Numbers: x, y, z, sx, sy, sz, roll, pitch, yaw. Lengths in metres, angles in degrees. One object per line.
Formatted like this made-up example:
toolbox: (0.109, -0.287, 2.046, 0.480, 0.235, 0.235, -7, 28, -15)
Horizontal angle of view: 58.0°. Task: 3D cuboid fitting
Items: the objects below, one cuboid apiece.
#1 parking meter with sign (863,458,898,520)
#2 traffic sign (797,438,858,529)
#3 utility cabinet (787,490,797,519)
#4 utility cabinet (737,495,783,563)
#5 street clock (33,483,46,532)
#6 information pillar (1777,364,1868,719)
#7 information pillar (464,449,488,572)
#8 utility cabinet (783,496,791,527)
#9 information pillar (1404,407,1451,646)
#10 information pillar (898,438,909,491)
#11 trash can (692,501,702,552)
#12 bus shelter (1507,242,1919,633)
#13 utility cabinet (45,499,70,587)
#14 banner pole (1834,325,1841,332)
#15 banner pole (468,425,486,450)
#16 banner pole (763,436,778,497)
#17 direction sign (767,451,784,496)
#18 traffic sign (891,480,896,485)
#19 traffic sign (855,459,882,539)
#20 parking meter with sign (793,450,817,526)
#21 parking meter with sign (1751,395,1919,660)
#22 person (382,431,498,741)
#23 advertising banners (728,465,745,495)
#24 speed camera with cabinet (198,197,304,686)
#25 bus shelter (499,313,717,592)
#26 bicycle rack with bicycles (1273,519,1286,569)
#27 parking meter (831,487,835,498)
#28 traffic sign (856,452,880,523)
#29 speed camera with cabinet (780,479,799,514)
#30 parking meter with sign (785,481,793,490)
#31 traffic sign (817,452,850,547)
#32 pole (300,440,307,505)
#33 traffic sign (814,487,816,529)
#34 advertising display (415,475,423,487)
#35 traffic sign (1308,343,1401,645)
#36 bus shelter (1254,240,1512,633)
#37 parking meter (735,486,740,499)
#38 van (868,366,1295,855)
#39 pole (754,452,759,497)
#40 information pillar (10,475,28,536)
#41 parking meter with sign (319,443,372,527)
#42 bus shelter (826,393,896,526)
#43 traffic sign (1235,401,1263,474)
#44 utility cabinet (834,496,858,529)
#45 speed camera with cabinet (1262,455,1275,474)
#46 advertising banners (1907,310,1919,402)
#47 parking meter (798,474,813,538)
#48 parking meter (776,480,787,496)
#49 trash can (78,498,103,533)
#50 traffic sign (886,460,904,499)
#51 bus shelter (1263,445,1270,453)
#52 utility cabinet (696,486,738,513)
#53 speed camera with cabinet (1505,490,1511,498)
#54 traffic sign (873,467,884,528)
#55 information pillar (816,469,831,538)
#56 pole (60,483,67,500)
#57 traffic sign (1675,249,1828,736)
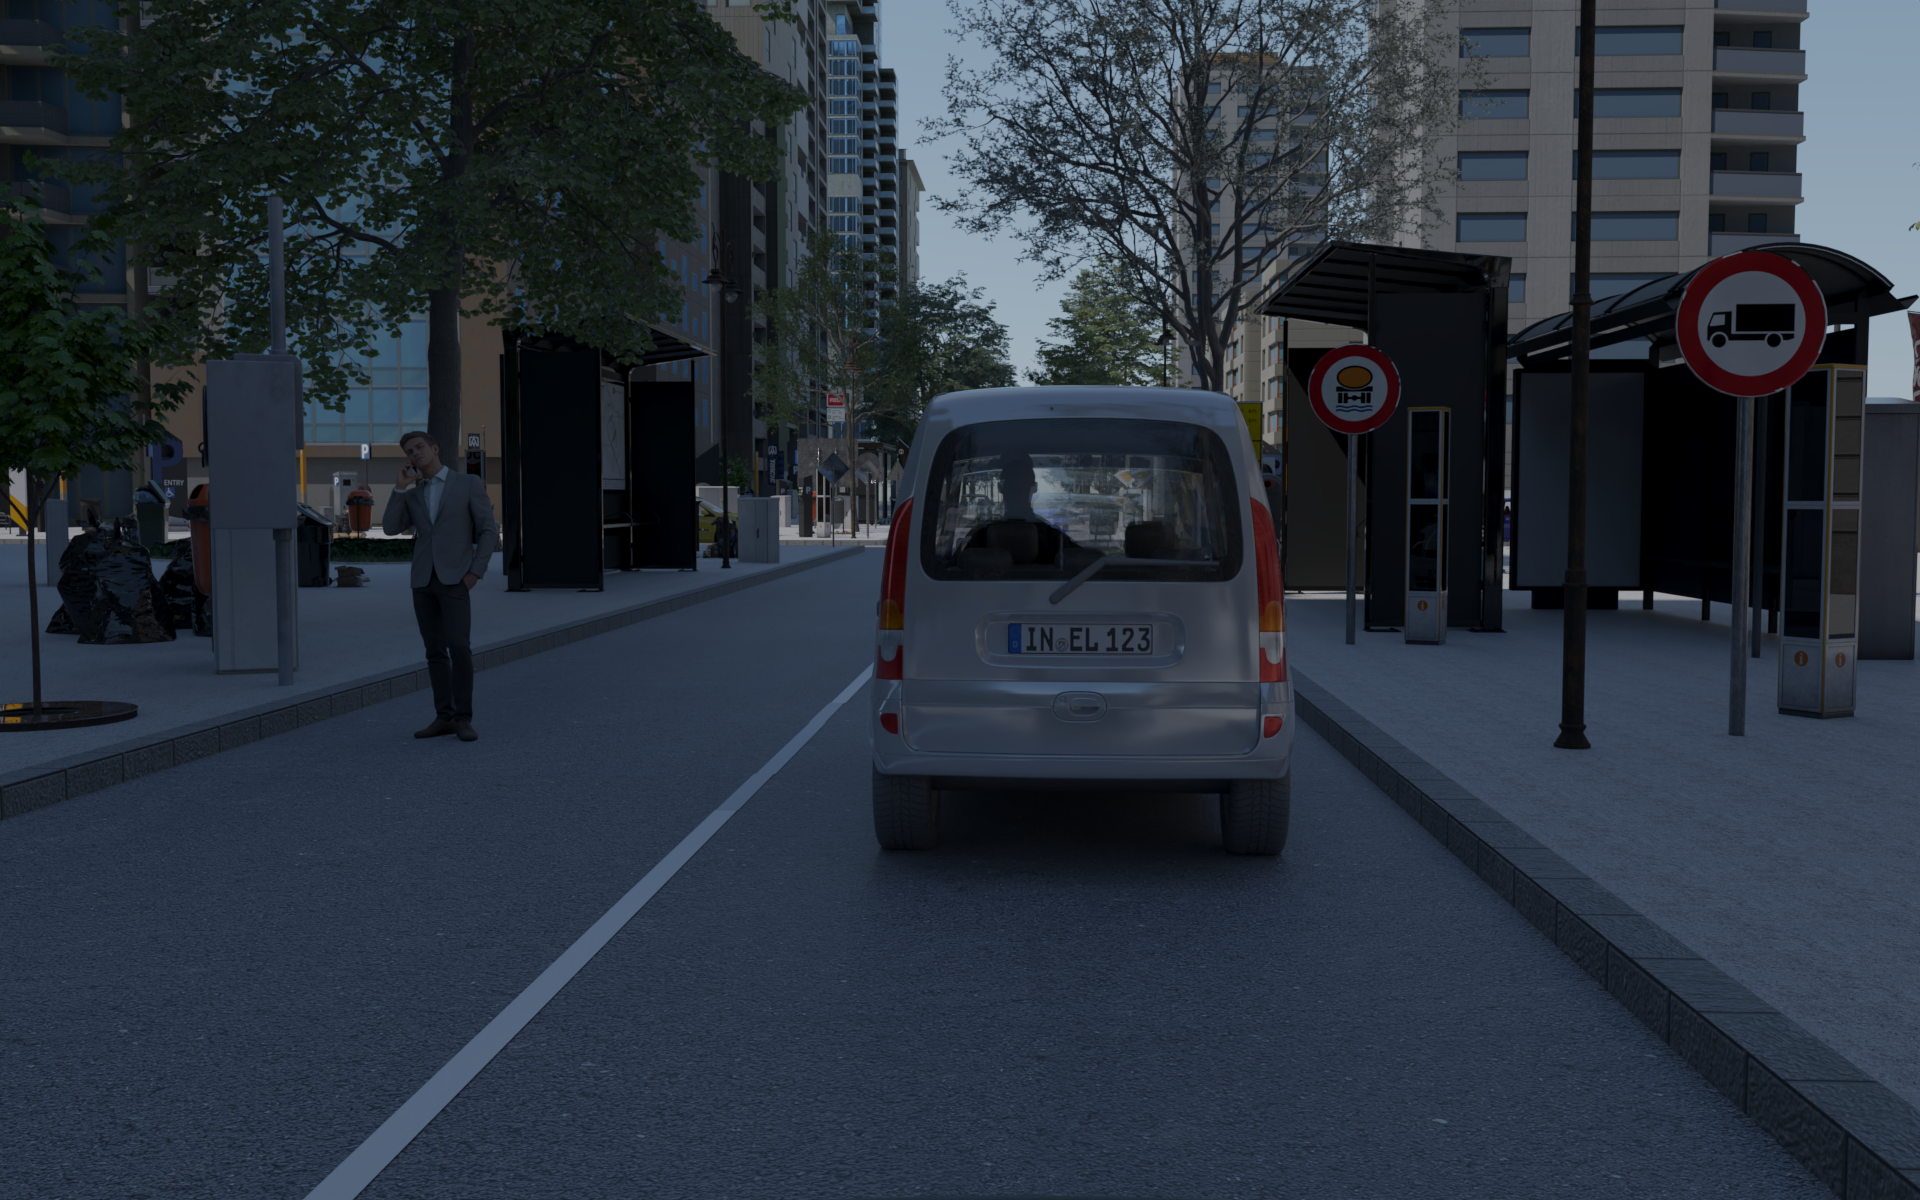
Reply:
parking meter with sign: (-3.862, -5.374, 84.118, 1.738, 3.016, 0.543, 1, 4, 9)
traffic sign: (-4.828, -4.234, 63.098, 2.265, 3.308, 0.079, 1, 4, 10)
utility cabinet: (-8.904, -4.929, 89.275, 1.173, 1.500, 0.318, 3, 5, 44)
utility cabinet: (-3.776, -1.300, 32.421, 0.306, 1.237, 1.020, -3, 5, -40)
street clock: (-33.059, -3.529, 62.270, 0.471, 2.002, 0.358, 1, 4, 13)
information pillar: (4.964, -0.336, 9.984, 0.304, 2.012, 0.304, -2, 4, -28)
information pillar: (-7.979, -1.472, 28.567, 0.304, 2.012, 0.304, 0, 4, -5)
utility cabinet: (-6.927, -3.413, 66.966, 0.306, 1.237, 1.020, -3, 4, -38)
information pillar: (3.990, -0.630, 14.785, 0.304, 2.012, 0.304, 2, 4, 27)
information pillar: (-2.368, -4.972, 72.641, 0.504, 3.616, 0.183, 1, 4, 21)
trash can: (-5.860, -1.544, 36.904, 0.748, 1.137, 0.748, 0, 3, 0)
bus shelter: (6.793, -1.393, 16.707, 2.014, 3.302, 5.546, 0, 4, 3)
utility cabinet: (-12.743, -0.814, 24.464, 0.306, 1.237, 1.020, -2, 4, -28)
banner pole: (10.324, -1.892, 20.954, 0.863, 3.779, 0.401, 3, 5, 43)
banner pole: (-17.465, -4.454, 62.847, 0.863, 3.779, 0.401, -3, 5, -39)
banner pole: (-8.249, -5.194, 74.945, 0.863, 3.779, 0.401, 1, 4, 17)
direction sign: (-9.633, -6.033, 90.637, 0.876, 3.537, 0.379, -1, 4, -19)
traffic sign: (-2.898, -4.683, 78.694, 0.606, 2.300, 0.079, 1, 4, 13)
traffic sign: (-2.633, -2.813, 49.630, 0.795, 2.450, 0.064, 0, 4, 3)
parking meter with sign: (-5.969, -4.482, 69.538, 0.543, 3.016, 1.738, 1, 4, 22)
parking meter with sign: (7.064, -1.053, 13.470, 1.738, 3.016, 0.543, 0, 4, 1)
person: (-3.048, -0.092, 10.183, 0.592, 1.802, 0.473, 2, 4, 25)
advertising banners: (-13.094, -6.571, 103.616, 2.074, 3.025, 0.090, 1, 4, 8)
speed camera with cabinet: (-5.005, -1.094, 12.222, 0.660, 3.252, 2.038, -1, 4, -22)
bus shelter: (-5.028, -2.103, 25.670, 1.731, 3.624, 6.357, 0, 4, 3)
bicycle rack with bicycles: (5.069, -0.664, 24.242, 2.925, 0.926, 2.852, -2, 4, -23)
parking meter: (-5.585, -4.262, 75.397, 0.255, 1.863, 0.399, -2, 4, -24)
traffic sign: (-2.826, -3.236, 53.012, 0.768, 2.556, 0.104, 1, 4, 10)
speed camera with cabinet: (-10.769, -7.089, 110.245, 2.038, 3.252, 0.660, 3, 5, 43)
parking meter with sign: (-10.617, -6.685, 105.555, 1.738, 3.016, 0.543, -3, 5, -45)
traffic sign: (-3.044, -2.325, 41.655, 0.795, 2.450, 0.064, 0, 4, 3)
pole: (-24.937, -4.402, 65.821, 0.158, 3.312, 0.155, 0, 3, 0)
traffic sign: (-5.373, -3.926, 64.199, 0.884, 2.594, 0.081, 1, 4, 8)
advertising display: (-17.801, -3.200, 57.538, 0.123, 1.923, 0.974, 1, 4, 8)
traffic sign: (3.337, -0.894, 14.726, 0.768, 2.556, 0.104, 1, 4, 8)
bus shelter: (4.450, -1.701, 19.099, 1.731, 3.624, 6.357, 0, 4, 3)
parking meter: (-7.371, -2.948, 56.618, 0.372, 1.533, 0.369, 0, 3, 0)
van: (0.579, -0.078, 8.286, 2.013, 2.044, 4.112, 0, 4, 4)
pole: (-9.803, -5.473, 83.324, 0.158, 3.312, 0.155, 0, 3, 0)
information pillar: (-28.484, -3.733, 52.382, 0.504, 3.616, 0.183, 0, 4, 1)
parking meter with sign: (-20.939, -3.835, 58.957, 0.543, 3.016, 1.738, 3, 5, 40)
bus shelter: (-4.087, -5.735, 71.401, 2.179, 5.291, 8.768, 0, 4, 3)
traffic sign: (5.504, -2.706, 38.114, 2.265, 3.308, 0.079, 0, 4, 7)
utility cabinet: (-4.202, -3.217, 63.757, 1.020, 1.237, 0.306, 3, 5, 42)
speed camera with cabinet: (6.428, -2.838, 40.739, 2.038, 3.252, 0.660, -2, 4, -28)
advertising banners: (9.857, -1.284, 17.187, 2.074, 3.025, 0.090, -3, 4, -36)
parking meter: (-4.576, -2.786, 51.260, 0.399, 1.863, 0.255, -3, 5, -43)
parking meter: (-7.156, -3.905, 69.557, 0.399, 1.863, 0.255, -2, 4, -32)
trash can: (-28.933, -2.816, 57.691, 0.748, 1.137, 0.748, 0, 3, 0)
traffic sign: (-2.401, -4.048, 66.182, 0.884, 2.594, 0.081, 1, 4, 12)
bus shelter: (10.080, -4.292, 64.090, 2.014, 3.302, 5.546, 0, 4, 3)
utility cabinet: (-7.058, -2.545, 50.288, 1.173, 1.500, 0.318, -2, 4, -27)
speed camera with cabinet: (23.765, -5.060, 77.062, 2.038, 3.252, 0.660, 0, 4, 2)
traffic sign: (-3.147, -3.822, 64.621, 0.606, 2.300, 0.079, 0, 4, 4)
information pillar: (-3.985, -2.821, 50.620, 0.304, 2.012, 0.304, 2, 4, 33)
pole: (-31.311, -4.075, 60.472, 0.158, 3.312, 0.155, 0, 3, 0)
traffic sign: (4.133, -0.552, 9.137, 0.768, 2.556, 0.104, 0, 4, 5)
